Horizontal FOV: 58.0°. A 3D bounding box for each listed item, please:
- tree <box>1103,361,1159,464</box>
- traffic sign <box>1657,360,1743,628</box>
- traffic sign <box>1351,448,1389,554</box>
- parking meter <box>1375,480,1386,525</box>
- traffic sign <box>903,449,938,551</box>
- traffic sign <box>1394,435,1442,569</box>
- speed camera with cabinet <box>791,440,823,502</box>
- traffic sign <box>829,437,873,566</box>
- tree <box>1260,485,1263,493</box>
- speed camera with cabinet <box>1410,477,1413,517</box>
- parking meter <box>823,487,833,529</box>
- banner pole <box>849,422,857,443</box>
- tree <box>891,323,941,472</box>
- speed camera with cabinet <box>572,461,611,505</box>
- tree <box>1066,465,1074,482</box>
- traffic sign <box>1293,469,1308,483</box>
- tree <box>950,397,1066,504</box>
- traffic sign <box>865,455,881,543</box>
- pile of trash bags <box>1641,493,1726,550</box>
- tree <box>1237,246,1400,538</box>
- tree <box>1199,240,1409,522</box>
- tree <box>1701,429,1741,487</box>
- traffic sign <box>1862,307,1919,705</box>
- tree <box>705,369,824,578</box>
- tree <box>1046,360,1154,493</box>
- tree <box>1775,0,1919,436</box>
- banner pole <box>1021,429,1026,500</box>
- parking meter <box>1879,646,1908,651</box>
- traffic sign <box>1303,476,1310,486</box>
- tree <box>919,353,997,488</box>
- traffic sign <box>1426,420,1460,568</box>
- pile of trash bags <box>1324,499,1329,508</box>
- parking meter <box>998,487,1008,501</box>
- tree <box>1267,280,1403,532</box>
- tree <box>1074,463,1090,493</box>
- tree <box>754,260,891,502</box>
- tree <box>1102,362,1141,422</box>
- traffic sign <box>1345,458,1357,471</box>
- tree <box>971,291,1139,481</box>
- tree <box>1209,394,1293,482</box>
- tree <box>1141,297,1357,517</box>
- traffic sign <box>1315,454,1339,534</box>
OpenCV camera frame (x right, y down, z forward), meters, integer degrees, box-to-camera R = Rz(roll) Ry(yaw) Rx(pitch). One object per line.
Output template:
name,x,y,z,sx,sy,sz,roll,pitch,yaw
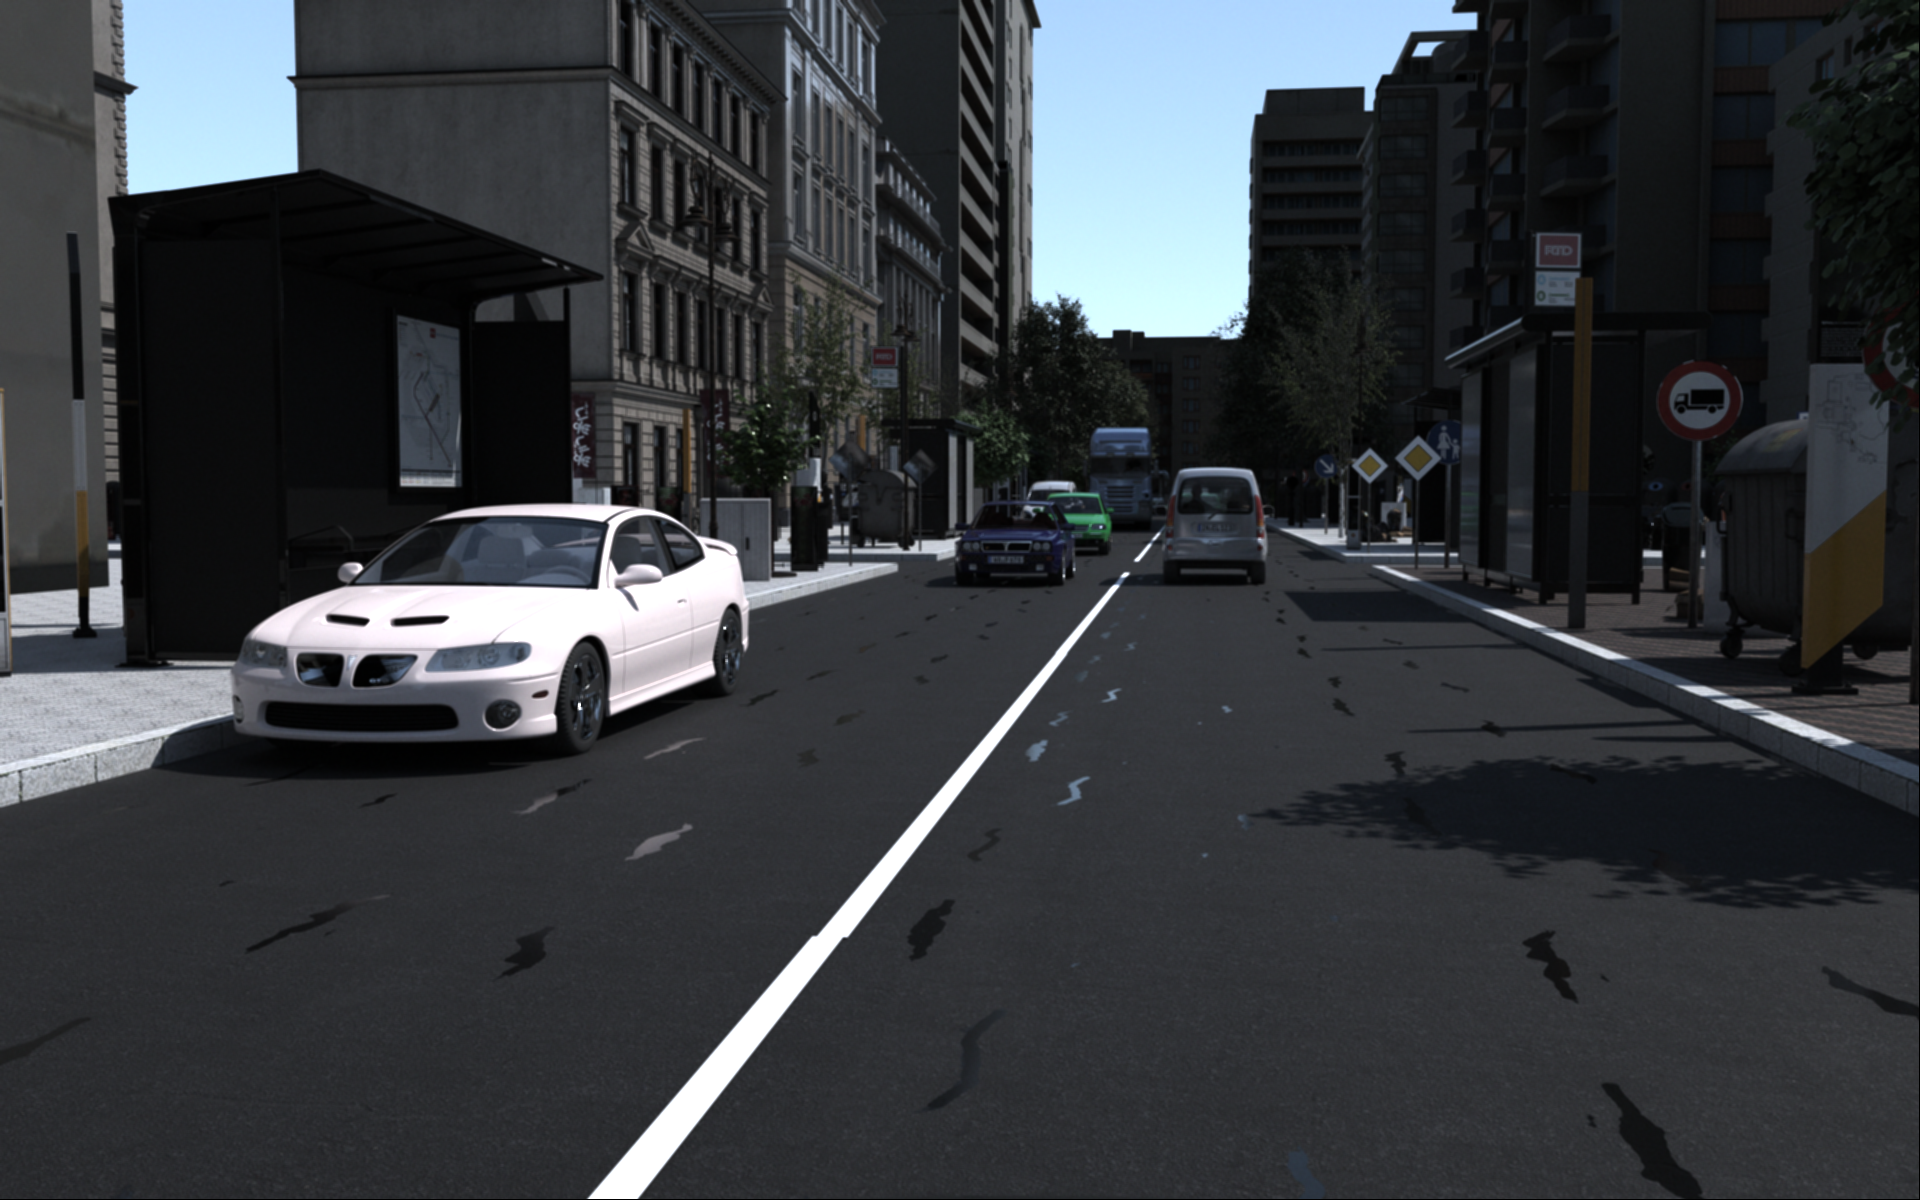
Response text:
tree,13.160,-13.986,146.791,7.486,12.596,7.792,0,3,0
traffic sign,7.022,-1.004,16.526,0.768,2.556,0.104,1,4,11
traffic sign,8.818,-2.060,37.330,0.795,2.450,0.064,0,4,8
parking meter,17.242,-3.999,71.099,0.399,1.863,0.255,-1,4,-16
traffic sign,-0.888,-2.141,38.640,0.795,2.450,0.064,0,4,8
traffic sign,7.763,-1.576,29.415,0.795,2.450,0.064,0,4,8
speed camera with cabinet,-5.351,-4.052,60.589,0.660,3.252,2.038,-1,4,-22
traffic sign,-1.943,-1.656,30.724,0.795,2.450,0.064,0,4,8
tree,25.500,-9.443,148.992,1.663,3.219,1.824,0,3,0
speed camera with cabinet,25.415,-6.261,96.706,0.660,3.252,2.038,3,5,41
parking meter,-4.876,-3.389,63.816,0.372,1.533,0.369,0,3,0
banner pole,-3.671,-4.295,60.243,0.401,3.779,0.863,-2,4,-30
tree,-2.542,-7.436,71.945,4.737,8.622,4.395,0,3,0
speed camera with cabinet,-10.039,-3.178,46.293,2.038,3.252,0.660,2,4,35
tree,2.800,-5.865,79.605,4.285,4.588,4.351,0,3,0
traffic sign,16.625,-5.168,84.607,0.768,2.556,0.104,1,4,17
tree,0.822,-4.602,58.957,4.285,4.588,4.351,0,3,0
traffic sign,-2.356,-2.626,45.070,0.606,2.300,0.079,1,4,8
pile of trash bags,16.315,-1.848,39.975,3.447,1.369,1.912,1,4,17
tree,10.970,-6.128,50.557,4.360,8.622,3.978,0,3,0
tree,15.483,-9.867,78.332,9.611,12.733,9.660,0,3,0
tree,22.847,-3.463,51.218,1.663,3.219,1.824,0,3,0
traffic sign,5.851,-0.637,10.514,0.768,2.556,0.104,1,4,13
tree,-3.116,-1.984,27.047,1.663,3.219,1.824,0,3,0
tree,8.257,-10.833,111.529,8.767,10.594,7.601,0,4,3
tree,5.610,-1.498,8.199,4.285,4.588,4.351,0,3,0
banner pole,2.439,-4.682,66.564,0.401,3.779,0.863,1,4,15
parking meter,7.652,-0.523,14.266,0.399,1.863,0.255,1,4,18
traffic sign,20.699,-6.387,104.531,0.768,2.556,0.104,1,4,16
tree,-0.133,-8.521,89.677,4.360,8.622,3.978,0,3,0
traffic sign,8.412,-1.819,29.850,0.768,2.556,0.104,1,4,9
pile of trash bags,20.652,-5.134,93.692,1.912,1.369,3.447,0,4,1
parking meter,1.653,-3.554,66.518,0.372,1.533,0.369,0,3,0
tree,12.764,-6.637,58.877,4.737,8.622,4.395,0,3,0
tree,8.474,-8.460,122.031,4.285,4.588,4.351,0,3,0
tree,-4.514,-6.405,55.090,4.737,8.622,4.395,0,3,0
tree,14.812,-15.213,159.105,12.009,13.543,11.850,0,3,0
traffic sign,14.045,-3.776,61.839,0.768,2.556,0.104,1,4,15
tree,5.409,-11.078,98.138,9.611,12.733,9.660,0,3,0
tree,24.378,-13.195,141.492,9.928,11.665,9.643,0,3,0
tree,17.577,-11.303,95.176,12.009,13.543,11.850,0,3,0
traffic sign,11.769,-3.394,55.598,0.768,2.556,0.104,1,4,16
